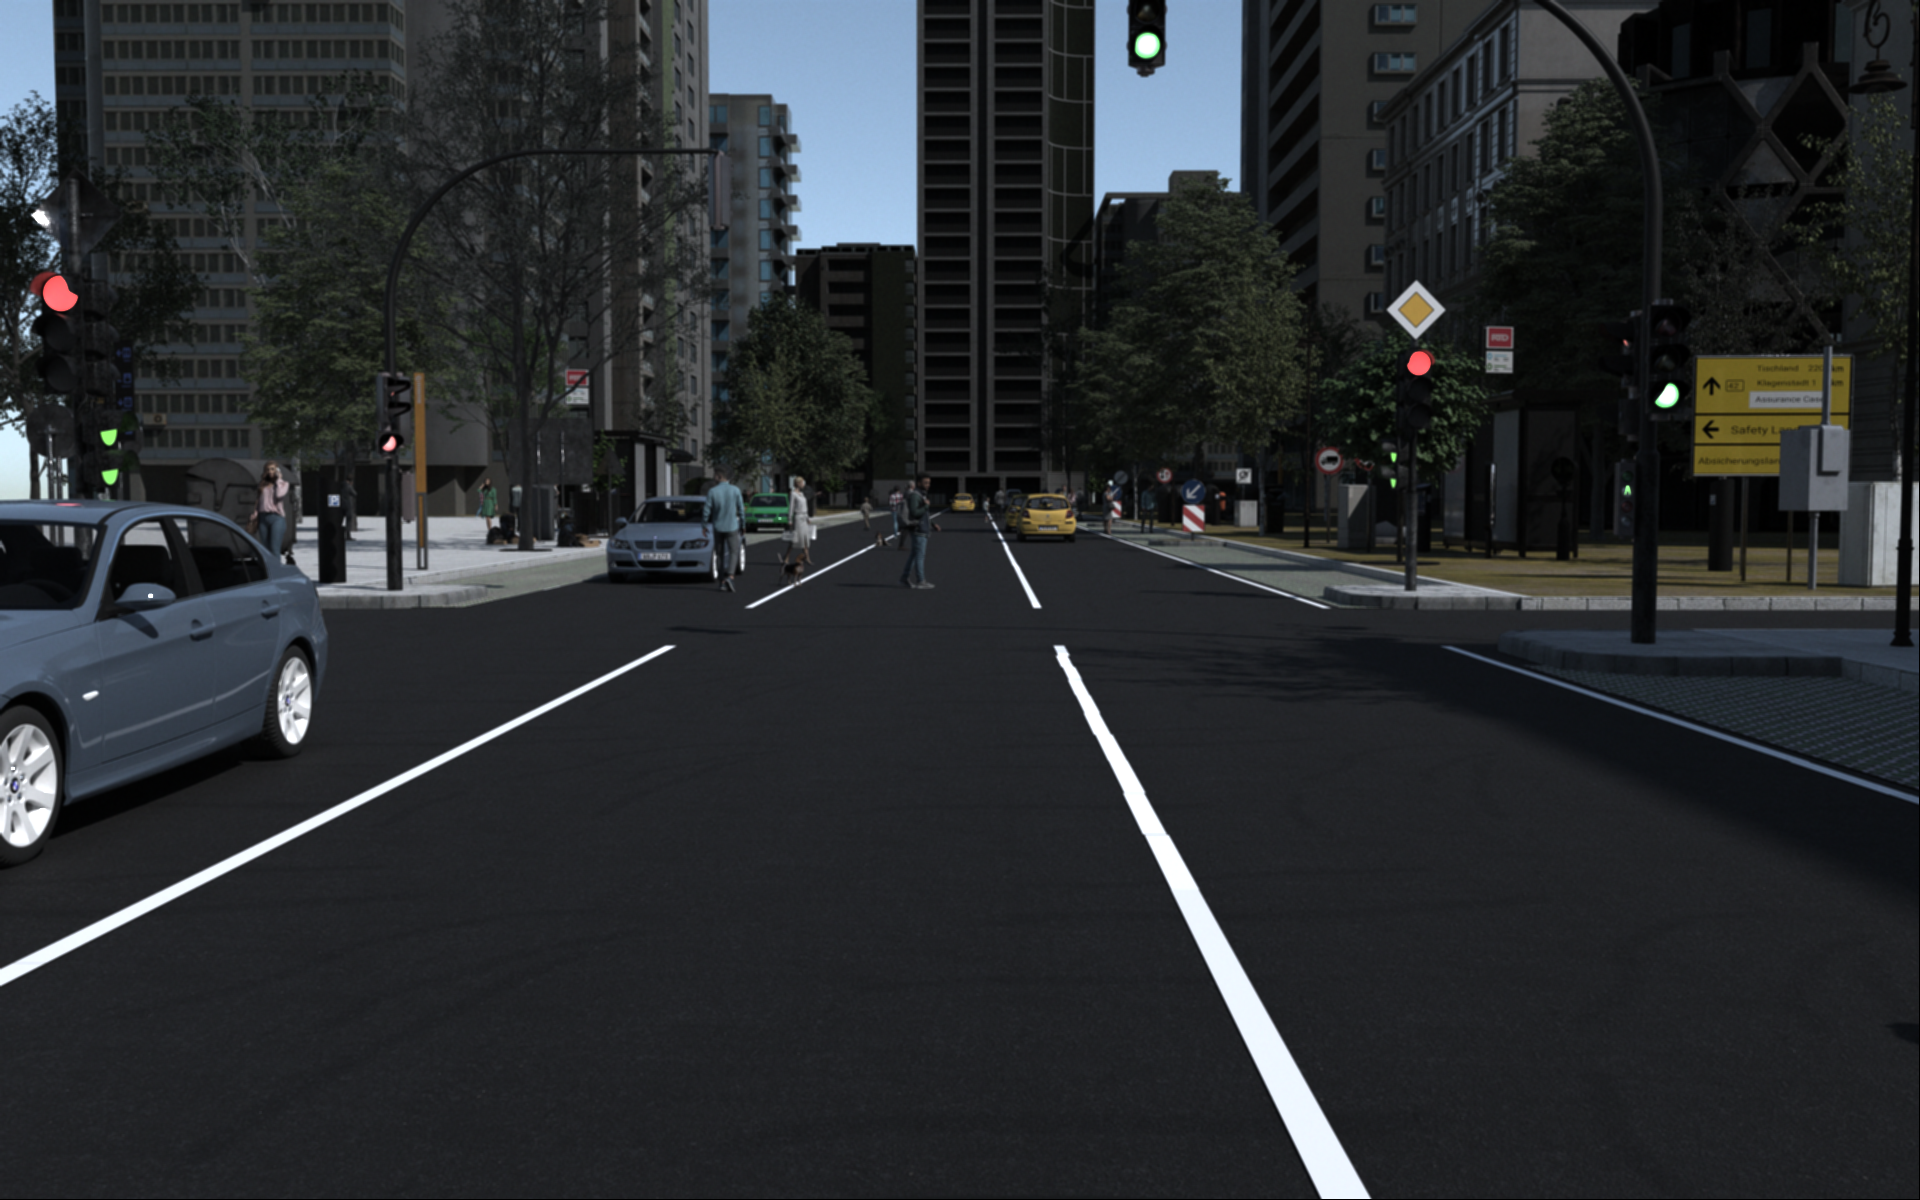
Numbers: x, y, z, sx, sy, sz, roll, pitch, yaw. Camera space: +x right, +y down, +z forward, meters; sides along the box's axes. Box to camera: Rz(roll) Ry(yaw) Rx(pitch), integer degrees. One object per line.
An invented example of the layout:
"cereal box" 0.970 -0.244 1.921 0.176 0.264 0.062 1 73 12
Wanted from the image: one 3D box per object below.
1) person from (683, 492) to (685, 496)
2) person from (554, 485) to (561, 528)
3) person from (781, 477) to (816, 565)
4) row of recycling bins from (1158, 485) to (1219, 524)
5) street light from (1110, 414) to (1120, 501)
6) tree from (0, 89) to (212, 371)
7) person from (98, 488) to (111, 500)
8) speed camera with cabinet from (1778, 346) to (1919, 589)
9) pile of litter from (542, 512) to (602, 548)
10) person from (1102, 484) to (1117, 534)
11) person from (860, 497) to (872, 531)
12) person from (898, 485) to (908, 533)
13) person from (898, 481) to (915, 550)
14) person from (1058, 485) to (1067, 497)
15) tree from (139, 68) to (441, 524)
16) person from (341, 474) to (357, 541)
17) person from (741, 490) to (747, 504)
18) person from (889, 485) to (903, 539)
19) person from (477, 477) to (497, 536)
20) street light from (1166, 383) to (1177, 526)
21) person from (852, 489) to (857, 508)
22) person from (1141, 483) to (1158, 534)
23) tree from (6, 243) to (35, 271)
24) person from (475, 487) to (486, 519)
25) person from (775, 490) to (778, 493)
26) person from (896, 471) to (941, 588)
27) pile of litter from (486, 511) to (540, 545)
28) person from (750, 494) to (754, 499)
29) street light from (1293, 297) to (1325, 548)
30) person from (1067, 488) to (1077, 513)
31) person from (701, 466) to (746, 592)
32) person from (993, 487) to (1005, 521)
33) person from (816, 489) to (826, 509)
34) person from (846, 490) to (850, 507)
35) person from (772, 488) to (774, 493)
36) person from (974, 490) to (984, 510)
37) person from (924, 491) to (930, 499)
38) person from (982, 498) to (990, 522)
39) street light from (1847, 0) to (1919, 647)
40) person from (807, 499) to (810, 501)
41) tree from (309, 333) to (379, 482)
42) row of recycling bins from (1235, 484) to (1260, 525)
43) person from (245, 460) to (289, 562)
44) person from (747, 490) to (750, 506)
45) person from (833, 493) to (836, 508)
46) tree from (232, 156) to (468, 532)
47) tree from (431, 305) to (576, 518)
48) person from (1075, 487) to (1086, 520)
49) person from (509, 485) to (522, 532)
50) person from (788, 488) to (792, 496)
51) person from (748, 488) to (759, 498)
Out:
"person" -17.929 -6.582 114.218 0.990 1.755 0.434 0 4 -4
"person" -15.150 -3.583 64.584 0.822 1.834 0.622 -1 4 -12
"person" -3.264 -1.595 34.931 0.624 1.780 0.694 3 4 38
"row of recycling bins" 10.035 -4.224 76.177 1.069 1.692 3.534 -3 4 -37
"street light" 8.740 -7.634 97.601 0.468 5.910 1.993 0 4 1
"tree" -20.895 -6.419 39.361 8.767 10.594 7.601 0 4 6
"person" -30.627 -3.422 62.098 0.391 1.810 0.635 -1 4 -13
"speed camera with cabinet" 12.213 -1.795 23.678 2.038 3.252 0.660 -1 4 -18
"pile of litter" -9.328 -1.732 42.283 1.176 0.858 1.719 0 4 2
"person" 5.324 -3.207 61.290 0.532 1.782 0.716 0 4 -6
"person" -3.689 -3.373 67.928 0.475 1.303 0.640 -2 4 -32
"person" -1.857 -3.344 63.569 0.834 1.777 0.661 1 4 8
"person" -1.224 -2.164 44.272 0.834 1.777 0.661 -2 4 -32
"person" 4.390 -4.062 74.831 0.836 1.842 0.656 0 4 3
"tree" -27.484 -13.424 75.371 12.611 20.169 13.585 0 3 0
"person" -16.953 -2.567 47.812 0.655 1.846 0.447 1 4 13
"person" -22.341 -10.498 179.778 1.348 1.869 0.705 -1 4 -11
"person" -1.983 -2.813 55.336 0.563 1.720 0.643 -1 4 -12
"person" -14.468 -2.870 53.207 0.600 1.795 0.529 0 4 5
"street light" 8.517 -5.893 69.138 0.468 5.910 1.993 0 4 1
"person" -9.685 -9.295 158.573 0.434 1.755 0.990 -2 4 -32
"person" 6.820 -3.316 62.583 0.638 1.841 0.748 -1 4 -11
"tree" -26.399 -5.902 46.868 4.360 8.622 3.978 0 3 0
"person" -24.389 -4.983 88.347 0.643 1.720 0.563 0 4 1
"person" -17.413 -9.571 163.994 0.415 1.643 0.593 -3 4 -38
"person" -0.624 -1.072 26.379 0.721 1.781 0.623 -1 4 -8
"pile of litter" -11.453 -1.872 44.574 1.719 0.858 1.176 -3 4 -36
"person" -18.794 -9.297 158.607 0.990 1.755 0.434 -1 4 -19
"street light" 8.219 -4.166 40.901 0.468 5.910 1.993 0 4 1
"person" 5.845 -5.075 92.067 0.643 1.750 0.593 2 4 33
"person" -3.516 -1.057 25.643 0.638 1.841 0.748 0 4 1
"person" 2.094 -5.164 93.111 0.592 1.802 0.473 0 4 -3
"person" -11.930 -8.575 146.947 1.217 1.736 0.721 -2 4 -31
"person" -11.075 -10.143 172.804 0.530 1.710 0.541 -2 4 -30
"person" -15.366 -8.359 143.238 0.750 1.759 0.617 -1 4 -14
"person" 1.684 -8.884 154.273 0.721 1.766 1.217 -3 5 -43
"person" -3.293 -9.466 163.985 1.217 1.735 0.721 -3 5 -45
"person" 1.337 -4.618 88.685 0.352 1.250 0.332 -1 4 -11
"street light" 7.962 -2.549 14.460 0.468 5.910 1.993 0 4 1
"person" -10.403 -6.789 117.823 1.217 1.735 0.721 -3 4 -36
"tree" -33.448 -9.716 93.268 7.601 10.594 8.767 -1 4 -16
"row of recycling bins" 12.320 -4.086 73.924 1.069 1.692 3.534 0 4 6
"person" -9.599 -1.070 24.125 0.593 1.750 0.643 0 4 5
"person" -21.068 -10.119 172.957 0.593 1.643 0.415 3 5 40
"person" -11.870 -9.665 164.067 0.705 1.824 1.348 0 4 -3
"tree" -20.342 -8.601 58.755 7.486 12.596 7.792 0 3 0
"tree" -24.308 -10.236 93.113 9.928 11.665 9.643 0 3 0
"person" 6.545 -5.228 94.085 0.679 1.850 0.850 3 4 37
"person" -14.850 -3.178 58.495 0.782 1.767 0.515 -3 4 -37
"person" -13.191 -7.878 135.531 0.721 1.739 1.217 -1 4 -17
"person" -15.898 -7.835 134.670 1.217 1.766 0.721 -1 4 -22
